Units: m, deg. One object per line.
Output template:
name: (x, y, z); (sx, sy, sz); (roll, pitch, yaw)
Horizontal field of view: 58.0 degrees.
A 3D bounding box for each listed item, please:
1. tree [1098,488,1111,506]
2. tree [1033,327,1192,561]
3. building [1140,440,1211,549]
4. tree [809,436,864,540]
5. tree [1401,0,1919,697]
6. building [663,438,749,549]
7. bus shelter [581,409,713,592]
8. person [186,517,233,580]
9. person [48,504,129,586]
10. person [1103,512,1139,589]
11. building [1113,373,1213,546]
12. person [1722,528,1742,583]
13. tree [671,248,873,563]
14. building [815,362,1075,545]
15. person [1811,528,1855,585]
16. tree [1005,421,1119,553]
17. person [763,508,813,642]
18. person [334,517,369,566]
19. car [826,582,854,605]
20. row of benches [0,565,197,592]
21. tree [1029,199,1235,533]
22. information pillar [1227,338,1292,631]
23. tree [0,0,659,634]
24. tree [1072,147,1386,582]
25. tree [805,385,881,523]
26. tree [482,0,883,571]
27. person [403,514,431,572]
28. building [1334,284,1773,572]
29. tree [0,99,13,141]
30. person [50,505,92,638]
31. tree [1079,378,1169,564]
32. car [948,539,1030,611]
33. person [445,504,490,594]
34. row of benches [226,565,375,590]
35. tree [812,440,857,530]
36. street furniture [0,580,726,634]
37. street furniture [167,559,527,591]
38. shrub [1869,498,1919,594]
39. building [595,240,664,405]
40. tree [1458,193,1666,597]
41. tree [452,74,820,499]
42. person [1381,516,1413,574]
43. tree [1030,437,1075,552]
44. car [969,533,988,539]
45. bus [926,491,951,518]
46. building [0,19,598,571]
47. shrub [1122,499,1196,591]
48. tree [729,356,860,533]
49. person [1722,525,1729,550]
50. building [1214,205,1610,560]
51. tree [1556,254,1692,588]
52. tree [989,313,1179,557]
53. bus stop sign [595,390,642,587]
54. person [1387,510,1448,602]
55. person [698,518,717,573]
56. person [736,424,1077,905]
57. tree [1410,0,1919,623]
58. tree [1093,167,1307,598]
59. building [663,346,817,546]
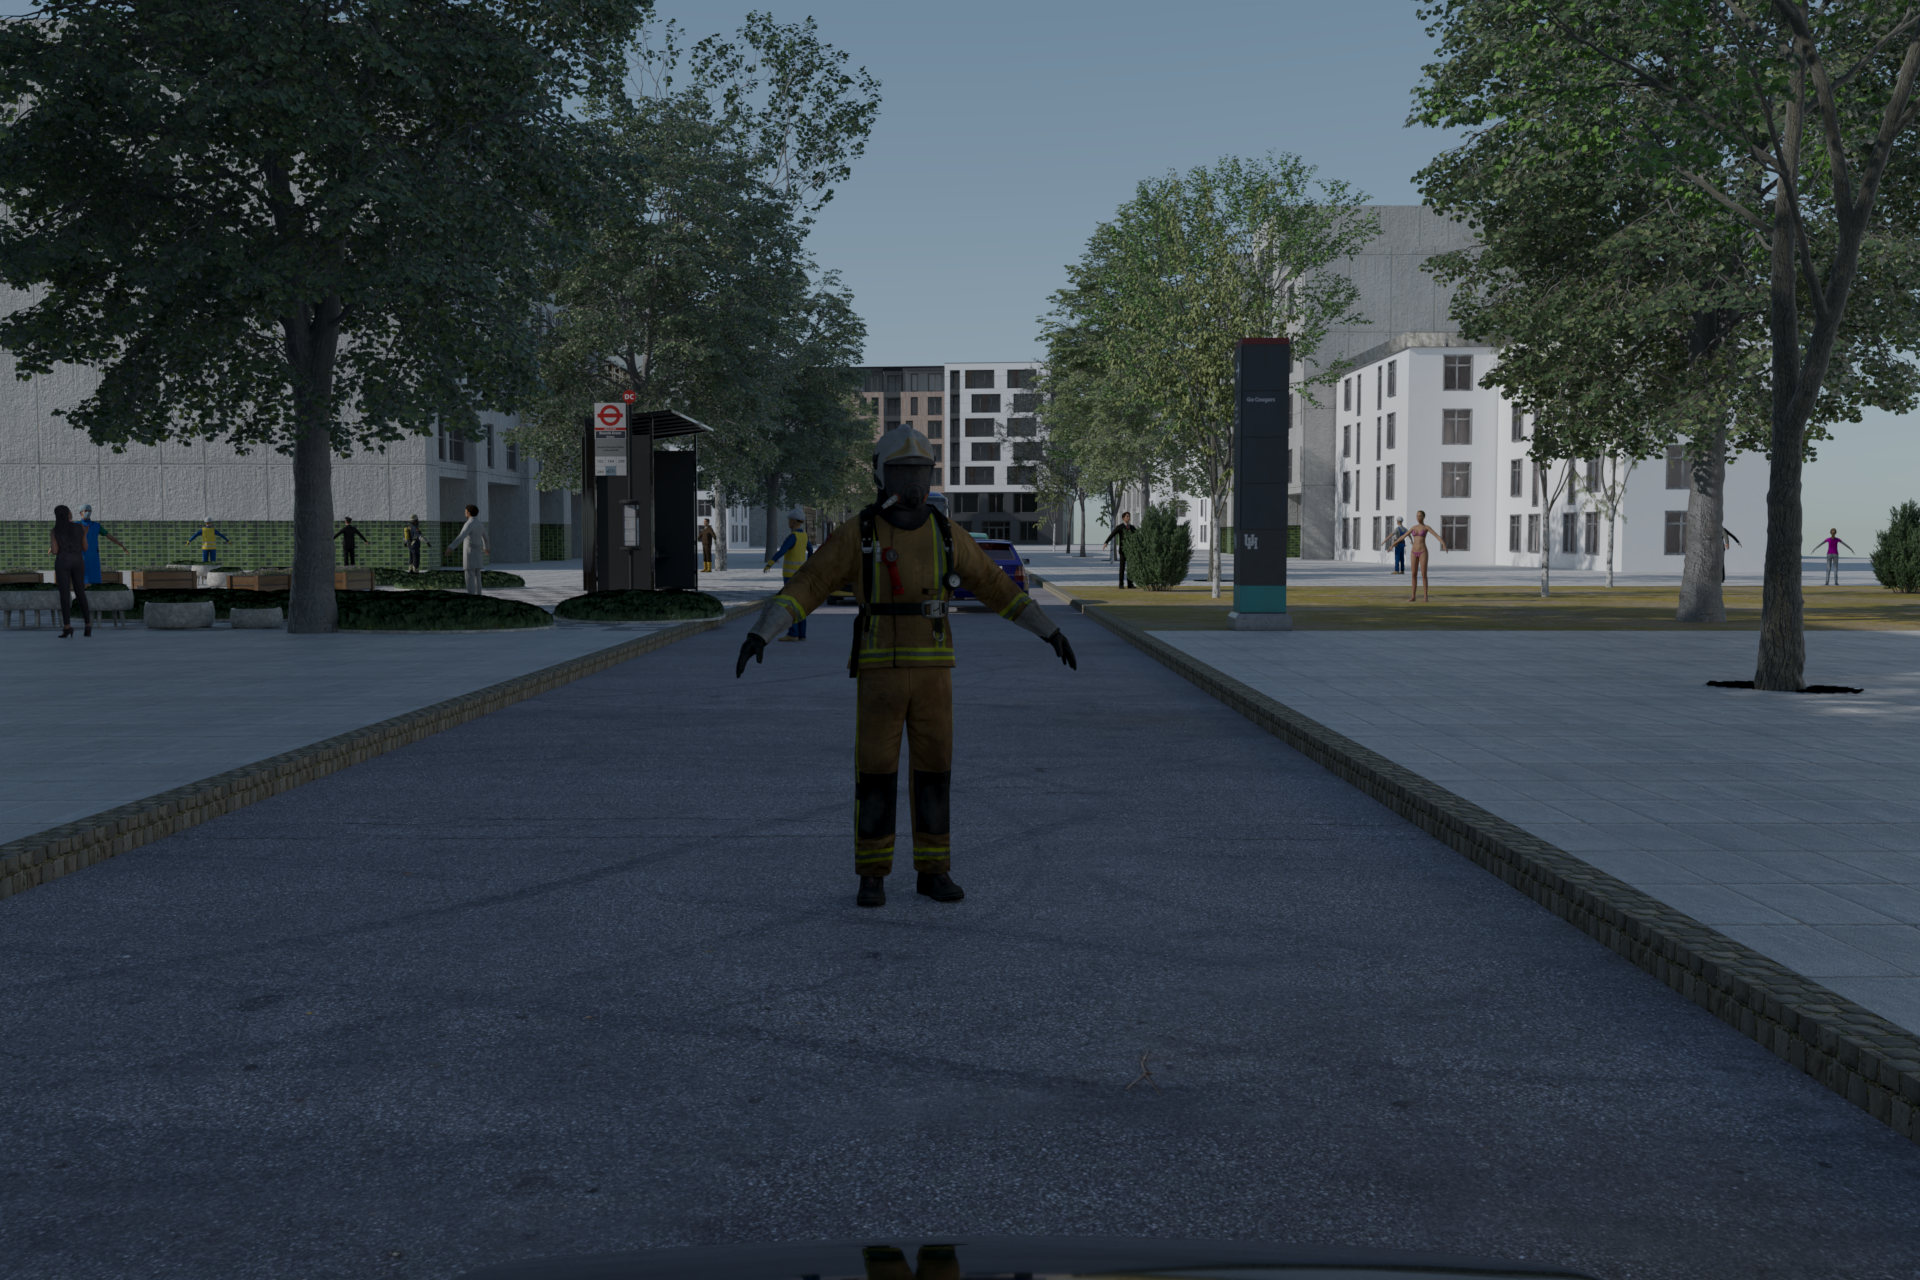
tree: (21.782, -18.573, 214.035); (12.009, 13.543, 11.850); (0, 3, 0)
tree: (7.469, -9.577, 82.337); (9.928, 11.665, 9.643); (0, 3, 0)
building: (21.768, -12.921, 153.407); (9.099, 9.664, 28.070); (0, 4, 0)
tree: (-8.566, -9.899, 112.210); (4.737, 8.622, 4.395); (0, 3, 0)
tree: (6.944, -5.393, 13.935); (9.928, 11.665, 9.643); (0, 3, 0)
building: (-24.491, -13.619, 164.811); (9.099, 9.664, 28.070); (0, 4, 1)
bus shelter: (-6.327, -2.716, 35.694); (1.731, 3.624, 6.357); (0, 4, -1)
person: (-21.212, -2.597, 48.932); (1.216, 1.772, 0.721); (-1, 4, -21)
person: (-15.704, -1.533, 31.186); (1.347, 1.817, 0.704); (-3, 5, -42)
person: (3.912, -2.104, 40.586); (1.347, 1.806, 0.705); (-2, 4, -24)
building: (25.998, -19.436, 184.241); (16.747, 18.905, 31.486); (0, 4, 0)
person: (19.966, -2.382, 45.670); (1.216, 1.740, 0.721); (1, 4, 15)
tree: (-8.601, -10.466, 77.769); (9.857, 13.997, 8.962); (0, 3, 0)
building: (-2.299, -22.798, 219.185); (32.646, 21.610, 27.936); (0, 4, 7)
person: (21.821, -2.082, 43.304); (0.991, 1.433, 0.599); (2, 4, 28)
tree: (7.142, -10.980, 113.942); (8.767, 10.594, 7.601); (0, 4, -1)
person: (-2.280, -0.875, 23.225); (0.721, 1.772, 1.216); (2, 4, 24)
person: (-19.356, -2.990, 54.827); (1.347, 1.837, 0.705); (-3, 5, -40)
car: (-1.874, -1.592, 36.251); (2.015, 1.641, 3.980); (0, 4, 0)
row of benches: (-16.926, -1.123, 33.827); (1.422, 0.672, 4.104); (3, 5, 44)
tree: (5.968, -8.645, 59.476); (7.486, 12.596, 7.792); (0, 3, 0)
information pillar: (4.024, -2.067, 23.177); (0.750, 3.857, 0.750); (0, 4, 1)
tree: (-8.551, -7.069, 22.231); (9.857, 13.997, 8.962); (0, 3, 0)
tree: (7.036, -7.379, 46.395); (9.928, 11.665, 9.643); (0, 3, 0)
tree: (-8.935, -12.913, 129.258); (7.486, 12.596, 7.792); (0, 3, 0)
tree: (-9.590, -12.490, 60.109); (12.611, 20.169, 13.585); (0, 3, 0)
person: (-15.637, -2.688, 49.722); (1.354, 1.856, 0.705); (3, 5, 42)
building: (23.112, -7.964, 72.355); (9.099, 9.664, 28.070); (0, 3, 0)
tree: (-9.011, -6.263, 9.060); (9.857, 13.997, 8.962); (0, 3, 0)
person: (-11.056, -0.857, 21.517); (0.415, 1.643, 0.593); (0, 4, -1)
tree: (6.655, -7.530, 73.472); (4.737, 8.622, 4.395); (0, 3, 0)
car: (0.378, -1.243, 32.897); (1.945, 1.354, 3.894); (0, 4, -1)
person: (-8.711, -1.509, 30.858); (0.705, 1.806, 1.347); (1, 4, 16)
row of benches: (-12.419, -1.071, 32.969); (1.422, 0.672, 4.104); (1, 4, 12)
tree: (-8.562, -10.458, 121.357); (4.360, 8.622, 3.978); (0, 3, 0)
street furniture: (-8.736, -0.596, 25.365); (10.072, 0.657, 5.734); (0, 4, 7)
street furniture: (-15.307, -1.626, 42.208); (5.734, 0.657, 10.072); (-3, 5, -44)
shrub: (20.542, -2.040, 37.395); (1.661, 2.075, 1.752); (0, 3, 0)
building: (-28.177, -16.505, 100.782); (19.493, 23.208, 18.063); (0, 3, 0)
tree: (11.888, -5.208, 35.516); (4.360, 8.622, 3.978); (0, 3, 0)
tree: (-8.646, -8.620, 47.588); (9.857, 13.997, 8.962); (0, 3, 0)
person: (14.071, -3.037, 55.504); (1.347, 1.847, 0.705); (-2, 4, -29)
tree: (6.733, -10.554, 122.922); (4.737, 8.622, 4.395); (0, 3, 0)
car: (0.118, -2.371, 47.567); (1.959, 1.807, 4.718); (0, 4, 0)
bus: (-1.914, -6.838, 103.356); (2.896, 3.916, 12.251); (0, 4, 0)
building: (-27.258, -12.796, 75.676); (16.747, 18.905, 31.486); (0, 4, -1)
shrub: (4.453, -2.131, 38.877); (1.661, 2.075, 1.752); (0, 3, 0)
tree: (-9.101, -9.619, 91.679); (8.767, 10.594, 7.601); (2, 4, 34)
person: (18.263, -2.183, 41.971); (0.705, 1.796, 1.348); (-1, 4, -10)
building: (25.518, -14.400, 101.898); (16.747, 18.905, 31.486); (0, 3, 0)
tree: (15.363, -5.566, 41.359); (4.360, 8.622, 3.978); (0, 3, 0)
tree: (6.765, -11.290, 94.961); (12.009, 13.543, 11.850); (0, 3, 0)
bus stop sign: (-6.339, -2.659, 32.179); (0.855, 3.939, 0.416); (0, 4, 1)
person: (8.681, -1.592, 32.825); (1.217, 1.733, 0.721); (3, 5, 40)
person: (-8.479, -3.165, 57.885); (0.704, 1.812, 1.346); (-3, 5, -41)
person: (-0.212, 0.091, 6.744); (1.354, 1.858, 0.705); (-1, 4, -16)
tree: (10.839, -7.242, 25.064); (9.857, 13.997, 8.962); (0, 3, 0)
tree: (4.998, -5.142, 34.433); (4.737, 8.622, 4.395); (0, 3, 0)
building: (-25.536, -21.833, 187.896); (19.493, 23.208, 18.063); (0, 4, -1)
